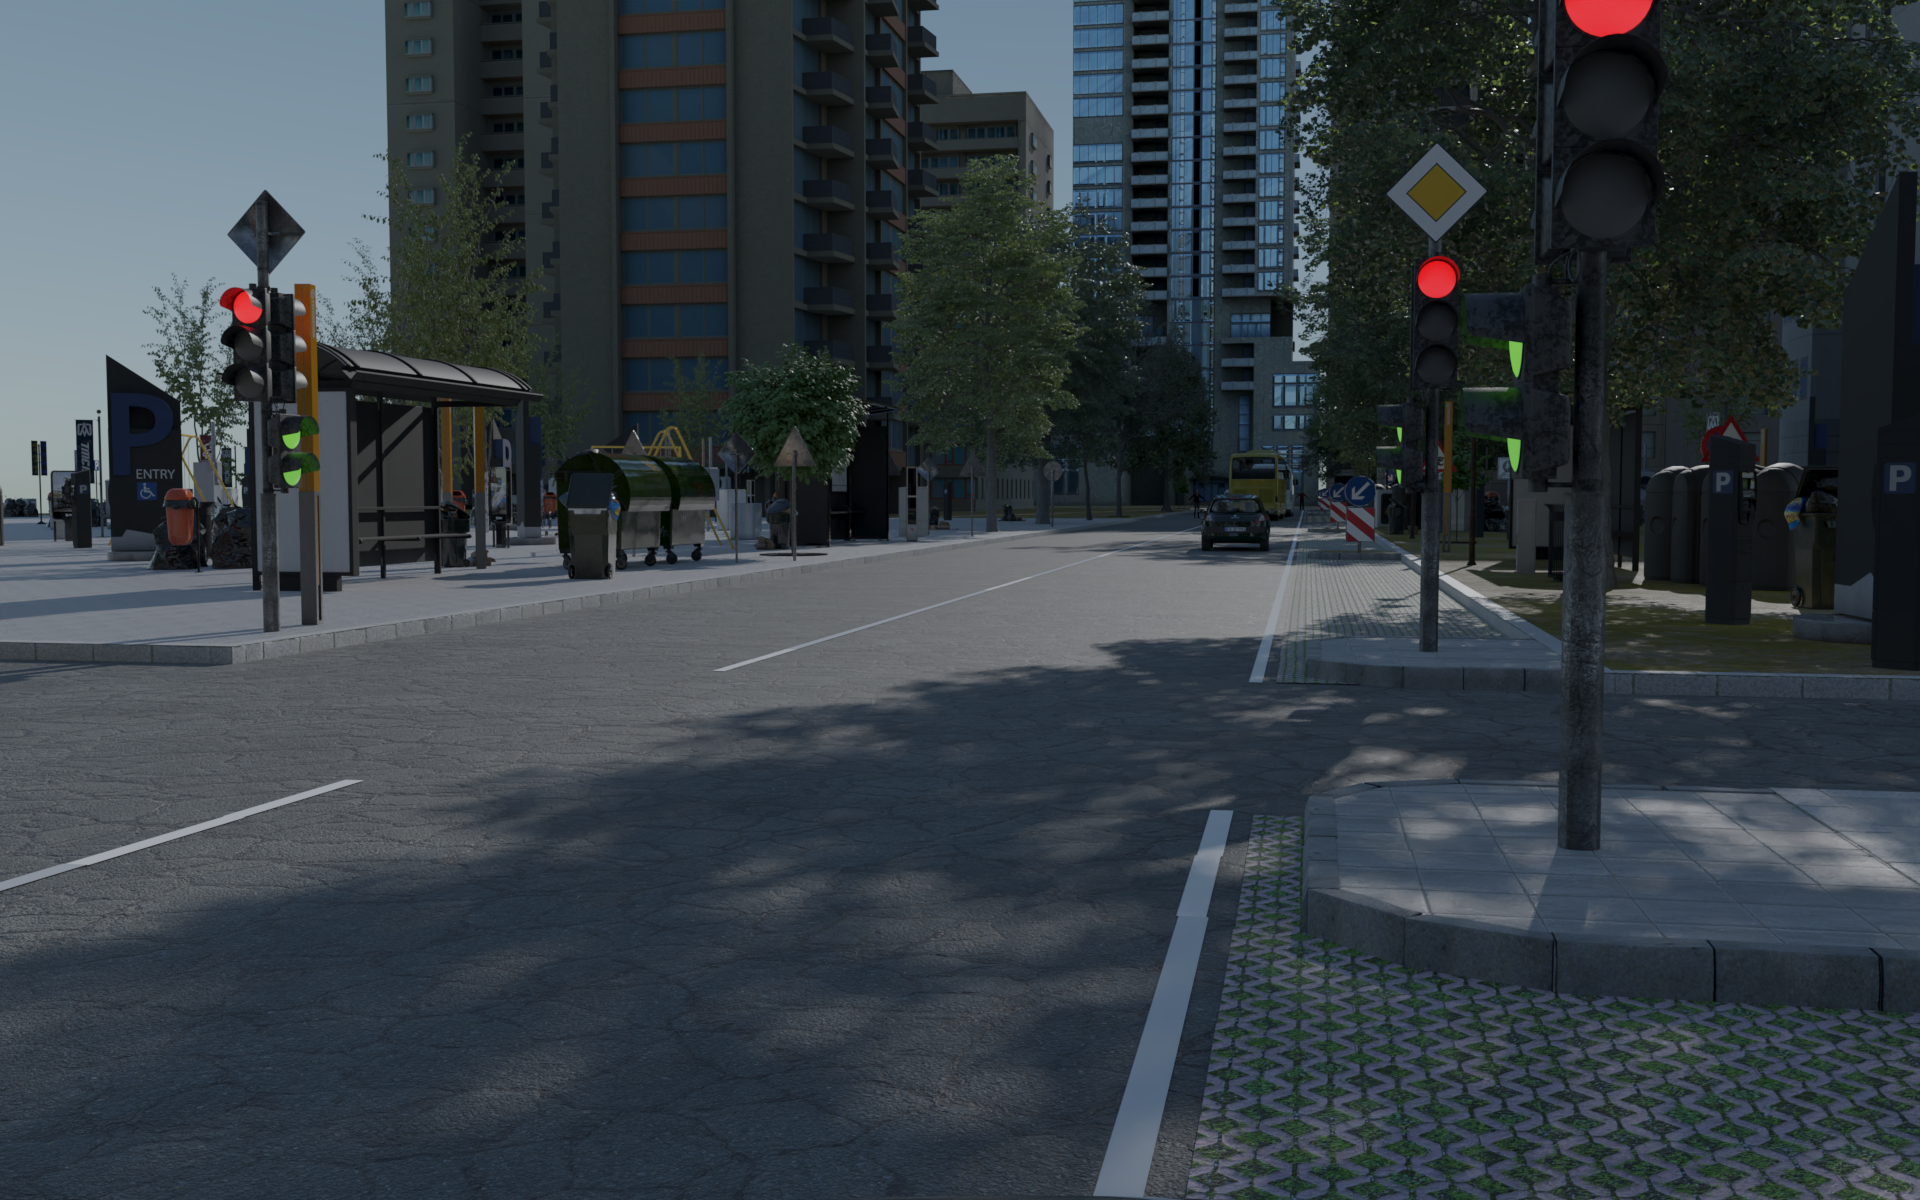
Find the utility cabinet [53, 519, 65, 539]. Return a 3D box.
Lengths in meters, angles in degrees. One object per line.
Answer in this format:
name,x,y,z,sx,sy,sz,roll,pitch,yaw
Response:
utility cabinet,-25.556,-2.491,49.402,0.318,1.500,1.173,-1,4,-14

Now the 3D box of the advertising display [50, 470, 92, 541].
advertising display,-24.252,-2.572,47.265,0.974,1.923,0.123,-3,4,-38

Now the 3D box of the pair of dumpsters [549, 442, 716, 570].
pair of dumpsters,-5.837,-1.754,31.164,1.574,2.255,4.437,1,4,11

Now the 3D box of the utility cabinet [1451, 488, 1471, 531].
utility cabinet,17.094,-3.116,59.620,0.318,1.500,1.173,-1,4,-22

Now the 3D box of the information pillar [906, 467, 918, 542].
information pillar,-1.295,-2.583,46.719,0.304,2.012,0.304,0,4,-3

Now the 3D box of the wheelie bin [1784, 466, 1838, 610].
wheelie bin,9.785,-0.702,19.380,0.980,1.594,0.693,0,4,3

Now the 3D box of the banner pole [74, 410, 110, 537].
banner pole,-25.694,-3.746,51.266,0.863,3.779,0.401,-2,4,-25

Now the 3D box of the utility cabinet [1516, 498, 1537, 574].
utility cabinet,9.272,-1.053,28.384,0.306,1.237,1.020,1,4,17

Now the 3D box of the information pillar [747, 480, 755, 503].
information pillar,-10.912,-5.254,90.397,0.304,2.012,0.304,3,4,36

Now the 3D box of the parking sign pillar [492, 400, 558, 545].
parking sign pillar,-10.971,-3.396,44.003,1.447,3.967,1.447,-1,4,-23

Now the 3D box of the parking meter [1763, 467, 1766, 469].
parking meter,15.733,-1.729,33.982,0.255,1.863,0.399,-3,5,-44

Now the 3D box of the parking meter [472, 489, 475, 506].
parking meter,-26.420,-5.270,94.580,0.372,1.533,0.369,0,3,0

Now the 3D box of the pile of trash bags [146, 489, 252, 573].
pile of trash bags,-12.977,-1.218,29.667,1.912,1.369,3.447,-1,4,-11

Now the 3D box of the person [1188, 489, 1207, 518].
person,14.001,-5.678,102.164,1.217,1.723,0.721,-1,4,-15

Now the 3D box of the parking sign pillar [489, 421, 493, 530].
parking sign pillar,-16.313,-4.469,61.545,1.447,3.967,1.447,0,4,1

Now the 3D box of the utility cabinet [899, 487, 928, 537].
utility cabinet,-1.403,-2.641,51.864,0.318,1.500,1.173,2,4,31

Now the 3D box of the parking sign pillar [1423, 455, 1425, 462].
parking sign pillar,22.967,-5.925,85.339,1.447,3.967,1.447,1,4,15

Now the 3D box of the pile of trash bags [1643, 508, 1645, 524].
pile of trash bags,29.698,-3.960,74.499,3.447,1.369,1.912,1,4,15

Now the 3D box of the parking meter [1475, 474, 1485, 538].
parking meter,15.261,-2.776,51.092,0.255,1.863,0.399,-1,4,-15

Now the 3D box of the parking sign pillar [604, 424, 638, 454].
parking sign pillar,-12.967,-4.769,66.440,1.447,3.967,1.447,0,4,-2

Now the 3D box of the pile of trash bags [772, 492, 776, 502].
pile of trash bags,-5.250,-3.312,63.910,3.447,1.369,1.912,1,4,9

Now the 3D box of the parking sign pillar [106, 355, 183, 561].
parking sign pillar,-15.821,-2.763,33.649,1.447,3.967,1.447,-2,4,-25

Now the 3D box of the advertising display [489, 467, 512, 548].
advertising display,-10.936,-2.203,41.226,0.123,1.923,0.974,-3,4,-38

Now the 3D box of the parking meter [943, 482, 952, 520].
parking meter,-0.605,-4.816,84.450,0.255,1.863,0.399,-3,5,-43

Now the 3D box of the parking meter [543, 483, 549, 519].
parking meter,-21.247,-5.100,89.100,0.255,1.863,0.399,2,4,34

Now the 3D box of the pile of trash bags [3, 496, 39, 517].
pile of trash bags,-52.989,-5.259,95.739,1.912,1.369,3.447,3,5,43

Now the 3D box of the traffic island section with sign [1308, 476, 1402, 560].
traffic island section with sign,8.703,-1.811,38.239,1.989,1.847,2.006,1,4,11

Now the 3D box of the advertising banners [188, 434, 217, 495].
advertising banners,-22.579,-3.313,50.351,0.090,3.025,2.074,3,5,41

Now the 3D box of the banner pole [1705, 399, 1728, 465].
banner pole,20.123,-3.428,46.066,0.401,3.779,0.863,-1,4,-23

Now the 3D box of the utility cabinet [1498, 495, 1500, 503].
utility cabinet,23.579,-4.051,77.402,1.020,1.237,0.306,0,4,7

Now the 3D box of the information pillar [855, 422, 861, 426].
information pillar,-3.009,-3.547,49.353,0.504,3.616,0.183,-1,4,-14

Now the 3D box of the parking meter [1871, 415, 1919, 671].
parking meter,6.931,-0.428,12.707,0.255,1.863,0.399,-2,4,-34

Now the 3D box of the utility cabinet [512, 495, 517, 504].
utility cabinet,-23.970,-4.980,92.583,0.306,1.237,1.020,-2,4,-30

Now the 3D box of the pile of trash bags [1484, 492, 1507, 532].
pile of trash bags,18.800,-3.043,59.501,1.912,1.369,3.447,0,4,-7

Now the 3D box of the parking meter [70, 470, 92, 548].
parking meter,-20.880,-2.167,41.134,0.255,1.863,0.399,3,5,40

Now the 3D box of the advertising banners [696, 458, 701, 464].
advertising banners,-13.376,-5.386,84.241,0.090,3.025,2.074,3,5,42

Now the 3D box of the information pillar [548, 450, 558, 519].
information pillar,-20.668,-5.910,87.983,0.504,3.616,0.183,0,4,2

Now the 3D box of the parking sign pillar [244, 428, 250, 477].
parking sign pillar,-28.567,-5.037,70.828,1.447,3.967,1.447,0,4,8

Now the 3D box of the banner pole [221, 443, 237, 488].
banner pole,-34.664,-5.646,82.330,0.863,3.779,0.401,-1,4,-11

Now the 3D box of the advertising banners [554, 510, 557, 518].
advertising banners,-22.710,-6.002,94.320,2.074,3.025,0.090,-1,4,-9

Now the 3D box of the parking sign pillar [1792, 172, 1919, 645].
parking sign pillar,8.161,-1.635,15.204,1.447,3.967,1.447,1,4,9

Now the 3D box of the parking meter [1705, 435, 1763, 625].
parking meter,7.595,-0.694,17.056,0.255,1.863,0.399,-2,4,-29

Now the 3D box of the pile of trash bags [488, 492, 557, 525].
pile of trash bags,-18.147,-3.719,70.564,3.447,1.369,1.912,-2,4,-26

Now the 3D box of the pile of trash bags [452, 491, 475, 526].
pile of trash bags,-14.096,-2.053,43.324,3.447,1.369,1.912,-2,4,-24

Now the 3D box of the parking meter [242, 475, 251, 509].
parking meter,-21.942,-2.920,53.459,0.399,1.863,0.255,2,4,29

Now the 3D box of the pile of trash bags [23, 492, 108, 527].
pile of trash bags,-34.400,-3.501,66.989,1.912,1.369,3.447,0,4,-7

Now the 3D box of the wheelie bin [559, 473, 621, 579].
wheelie bin,-5.588,-1.123,26.262,0.980,1.594,0.693,0,4,4

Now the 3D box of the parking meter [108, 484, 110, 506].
parking meter,-18.728,-2.011,38.597,0.399,1.863,0.255,0,4,-5

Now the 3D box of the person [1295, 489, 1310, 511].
person,29.543,-8.634,149.628,1.348,1.831,0.705,1,4,10
